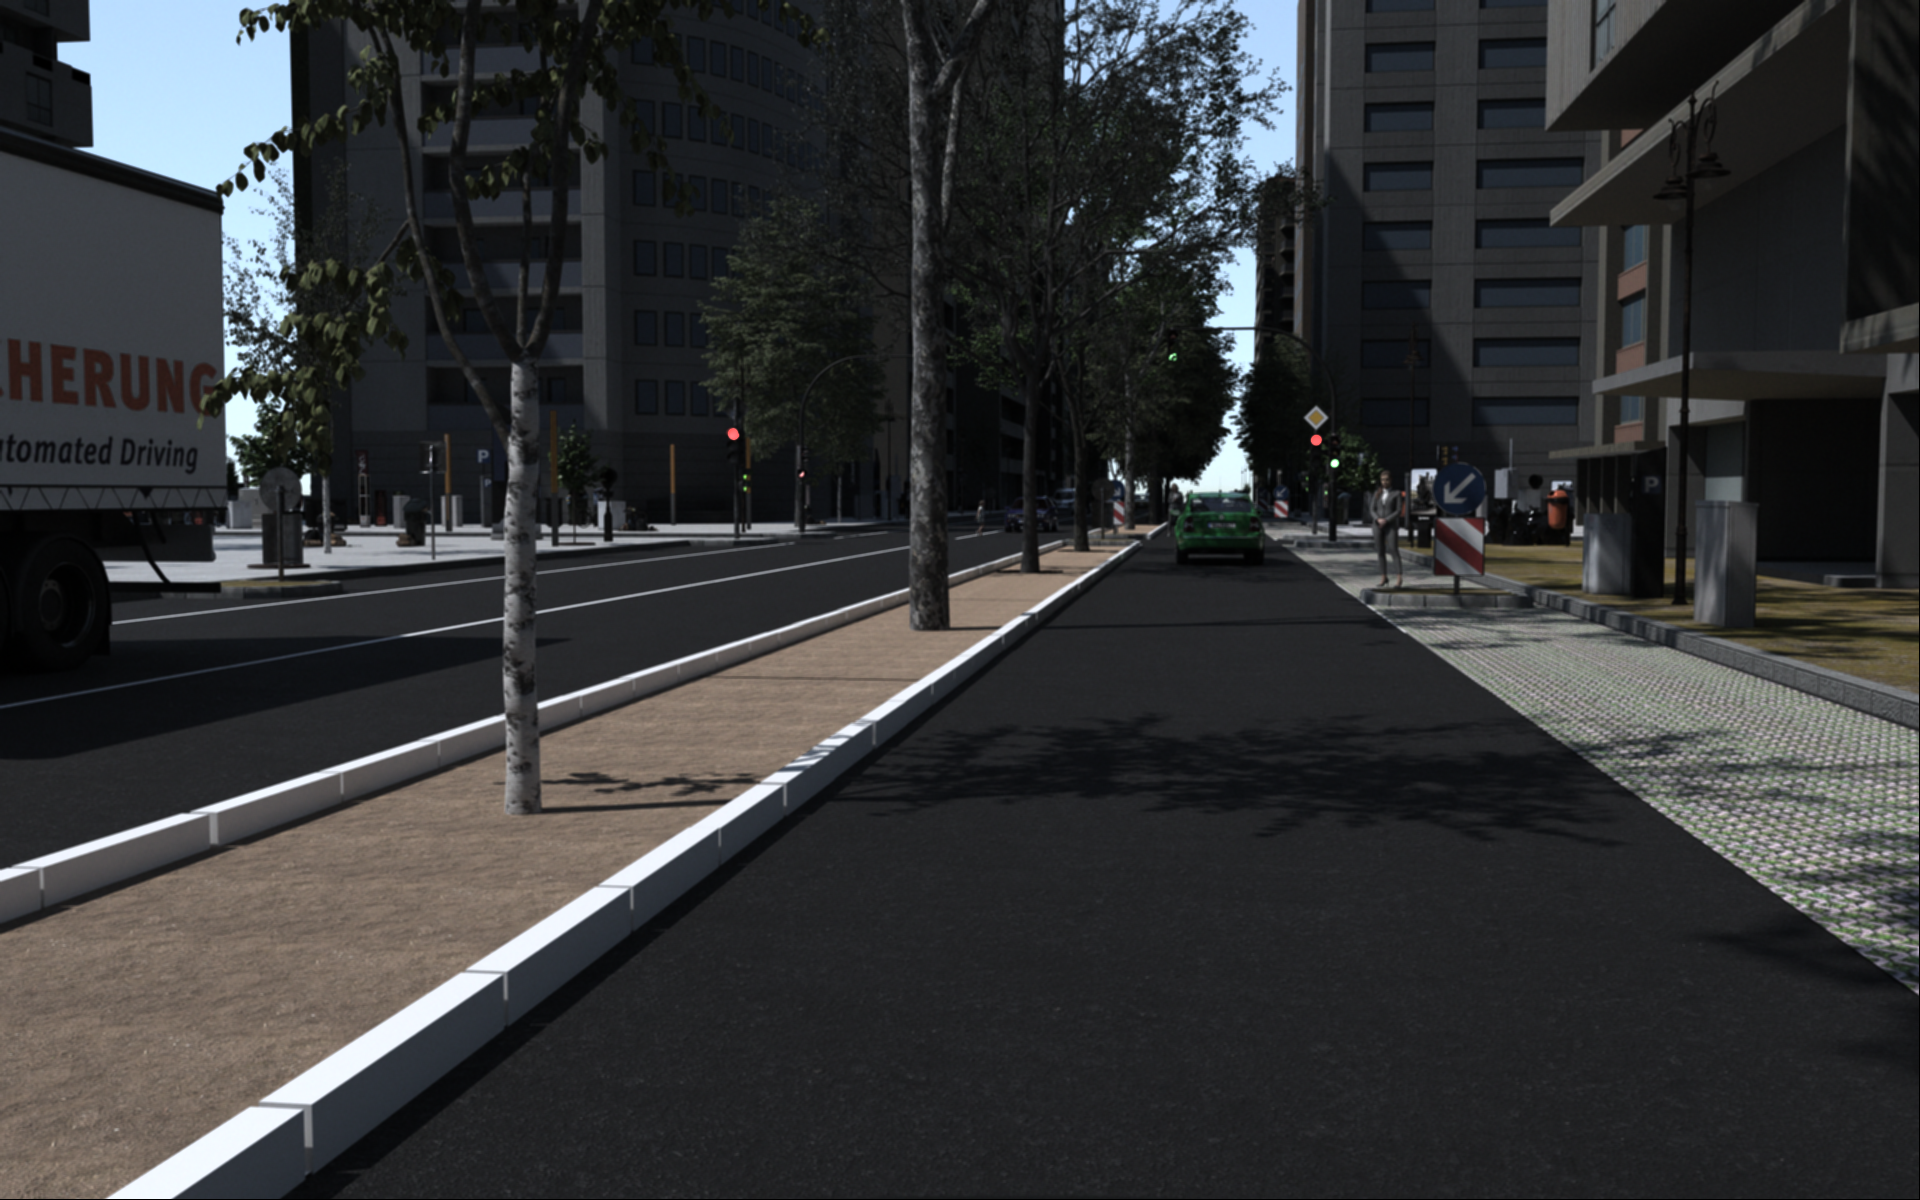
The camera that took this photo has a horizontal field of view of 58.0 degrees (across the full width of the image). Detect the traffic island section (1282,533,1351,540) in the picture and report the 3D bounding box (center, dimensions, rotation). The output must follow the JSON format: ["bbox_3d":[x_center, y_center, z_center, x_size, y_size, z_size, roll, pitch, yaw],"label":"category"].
[{"bbox_3d":[11.276,-1.999,54.962,2.009,0.180,2.903,1,4,8],"label":"traffic island section"}]

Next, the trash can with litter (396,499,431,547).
[{"bbox_3d":[-13.397,-1.901,42.462,0.624,1.170,1.055,0,4,5],"label":"trash can with litter"}]

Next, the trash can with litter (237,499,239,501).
[{"bbox_3d":[-36.111,-4.612,86.791,0.624,1.170,1.055,1,4,21],"label":"trash can with litter"}]

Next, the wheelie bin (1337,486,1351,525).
[{"bbox_3d":[15.611,-3.871,71.203,0.980,1.594,0.693,3,4,36],"label":"wheelie bin"}]

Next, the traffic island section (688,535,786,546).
[{"bbox_3d":[-6.384,-1.661,49.435,2.009,0.180,2.903,1,4,8],"label":"traffic island section"}]

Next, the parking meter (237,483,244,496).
[{"bbox_3d":[-37.671,-5.199,90.713,0.255,1.863,0.399,0,4,0],"label":"parking meter"}]

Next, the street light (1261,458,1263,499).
[{"bbox_3d":[31.180,-12.595,178.708,0.468,5.910,1.993,1,4,8],"label":"street light"}]

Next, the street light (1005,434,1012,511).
[{"bbox_3d":[3.717,-9.830,133.509,0.468,5.910,1.993,1,4,8],"label":"street light"}]

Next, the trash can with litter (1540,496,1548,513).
[{"bbox_3d":[26.909,-4.274,80.937,2.233,1.210,1.678,3,4,38],"label":"trash can with litter"}]

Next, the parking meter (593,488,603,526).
[{"bbox_3d":[-14.379,-3.698,68.867,0.372,1.533,0.369,0,3,0],"label":"parking meter"}]

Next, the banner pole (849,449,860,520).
[{"bbox_3d":[-5.086,-5.769,84.348,0.863,3.779,0.401,-3,5,-40],"label":"banner pole"}]

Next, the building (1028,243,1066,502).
[{"bbox_3d":[4.503,-26.007,196.916,14.160,30.474,14.107,1,4,8],"label":"building"}]

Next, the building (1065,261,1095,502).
[{"bbox_3d":[2.922,-34.127,249.865,32.217,40.220,23.993,1,4,8],"label":"building"}]

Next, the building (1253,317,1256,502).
[{"bbox_3d":[54.274,-30.996,278.477,14.160,30.474,14.107,1,4,8],"label":"building"}]

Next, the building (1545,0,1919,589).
[{"bbox_3d":[23.331,-26.315,19.491,28.713,52.752,27.495,1,4,8],"label":"building"}]

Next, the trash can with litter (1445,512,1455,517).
[{"bbox_3d":[17.164,-2.997,60.382,0.624,1.170,1.055,2,4,31],"label":"trash can with litter"}]

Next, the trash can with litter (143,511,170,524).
[{"bbox_3d":[-21.572,-2.164,46.762,0.624,1.170,1.055,0,4,-3],"label":"trash can with litter"}]

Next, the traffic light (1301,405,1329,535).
[{"bbox_3d":[11.238,-4.033,54.853,0.839,4.253,0.868,1,4,8],"label":"traffic light"}]

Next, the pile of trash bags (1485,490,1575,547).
[{"bbox_3d":[14.398,-2.047,43.225,1.912,1.369,3.447,0,4,-2],"label":"pile of trash bags"}]

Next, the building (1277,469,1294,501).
[{"bbox_3d":[40.300,-44.095,159.197,20.563,71.187,20.611,1,4,8],"label":"building"}]

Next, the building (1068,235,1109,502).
[{"bbox_3d":[15.572,-35.716,267.558,14.154,41.232,14.086,1,4,8],"label":"building"}]

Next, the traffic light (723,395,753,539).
[{"bbox_3d":[-6.346,-3.693,49.295,0.839,4.253,0.868,1,4,8],"label":"traffic light"}]

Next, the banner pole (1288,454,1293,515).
[{"bbox_3d":[20.676,-7.257,108.672,0.401,3.779,0.863,0,4,-4],"label":"banner pole"}]

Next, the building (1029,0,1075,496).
[{"bbox_3d":[5.197,-48.187,226.104,20.563,71.187,20.611,1,4,8],"label":"building"}]

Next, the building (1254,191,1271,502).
[{"bbox_3d":[55.261,-38.868,259.190,21.300,48.544,21.600,1,4,8],"label":"building"}]

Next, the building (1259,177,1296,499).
[{"bbox_3d":[51.869,-35.414,233.639,22.147,44.769,28.867,1,4,8],"label":"building"}]

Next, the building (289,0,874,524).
[{"bbox_3d":[-17.370,-33.277,86.082,21.231,58.520,28.212,1,4,8],"label":"building"}]

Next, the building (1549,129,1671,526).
[{"bbox_3d":[37.680,-25.006,63.479,28.867,44.769,22.147,1,4,8],"label":"building"}]

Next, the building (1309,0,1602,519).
[{"bbox_3d":[31.334,-34.169,100.659,21.231,58.520,28.212,1,4,8],"label":"building"}]

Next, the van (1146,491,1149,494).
[{"bbox_3d":[22.675,-12.116,205.102,2.013,2.044,4.112,0,4,7],"label":"van"}]

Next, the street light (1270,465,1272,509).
[{"bbox_3d":[27.514,-11.022,153.001,0.468,5.910,1.993,1,4,8],"label":"street light"}]

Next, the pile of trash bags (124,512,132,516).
[{"bbox_3d":[-53.017,-6.246,111.871,3.447,1.369,1.912,-1,4,-21],"label":"pile of trash bags"}]

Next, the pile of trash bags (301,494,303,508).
[{"bbox_3d":[-38.352,-5.768,104.054,3.447,1.369,1.912,-3,5,-42],"label":"pile of trash bags"}]

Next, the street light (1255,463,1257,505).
[{"bbox_3d":[34.780,-14.137,203.934,0.468,5.910,1.993,1,4,8],"label":"street light"}]

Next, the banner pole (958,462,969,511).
[{"bbox_3d":[0.247,-8.700,132.268,0.863,3.779,0.401,1,4,17],"label":"banner pole"}]

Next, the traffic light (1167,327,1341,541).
[{"bbox_3d":[8.015,-4.430,47.106,4.771,5.953,1.251,1,4,8],"label":"traffic light"}]

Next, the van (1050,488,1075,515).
[{"bbox_3d":[7.258,-6.900,119.819,2.013,2.044,4.112,1,4,9],"label":"van"}]

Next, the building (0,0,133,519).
[{"bbox_3d":[-57.521,-29.882,77.806,27.495,52.752,28.713,1,4,8],"label":"building"}]

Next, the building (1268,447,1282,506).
[{"bbox_3d":[45.077,-53.317,184.408,22.319,86.520,31.000,1,4,8],"label":"building"}]

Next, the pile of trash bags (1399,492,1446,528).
[{"bbox_3d":[17.133,-3.356,64.626,1.912,1.369,3.447,3,4,36],"label":"pile of trash bags"}]

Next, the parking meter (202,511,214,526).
[{"bbox_3d":[-27.623,-3.375,63.589,0.372,1.533,0.369,0,3,0],"label":"parking meter"}]

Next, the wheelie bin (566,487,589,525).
[{"bbox_3d":[-15.622,-3.857,70.963,0.693,1.594,0.980,3,5,44],"label":"wheelie bin"}]

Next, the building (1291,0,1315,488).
[{"bbox_3d":[34.993,-30.145,142.975,14.600,45.320,14.200,1,4,8],"label":"building"}]

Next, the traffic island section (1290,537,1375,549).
[{"bbox_3d":[10.137,-1.515,47.058,2.009,0.180,2.903,1,4,8],"label":"traffic island section"}]

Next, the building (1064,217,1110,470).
[{"bbox_3d":[16.906,-38.617,281.504,14.600,45.320,14.200,1,4,8],"label":"building"}]

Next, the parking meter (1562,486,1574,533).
[{"bbox_3d":[19.815,-2.940,56.481,0.372,1.533,0.369,0,3,0],"label":"parking meter"}]

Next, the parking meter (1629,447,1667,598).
[{"bbox_3d":[8.488,-0.960,21.399,0.399,1.863,0.255,1,4,10],"label":"parking meter"}]

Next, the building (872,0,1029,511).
[{"bbox_3d":[-6.003,-31.808,143.770,21.300,48.544,21.600,1,4,8],"label":"building"}]

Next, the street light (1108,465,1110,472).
[{"bbox_3d":[22.929,-17.954,266.339,0.468,5.910,1.993,1,4,8],"label":"street light"}]

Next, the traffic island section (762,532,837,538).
[{"bbox_3d":[-5.245,-2.144,57.339,2.009,0.180,2.903,1,4,8],"label":"traffic island section"}]

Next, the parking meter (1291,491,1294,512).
[{"bbox_3d":[23.929,-7.084,124.239,0.372,1.533,0.369,0,3,0],"label":"parking meter"}]

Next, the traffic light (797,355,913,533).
[{"bbox_3d":[-3.124,-5.032,56.935,4.771,5.953,1.251,1,4,8],"label":"traffic light"}]
